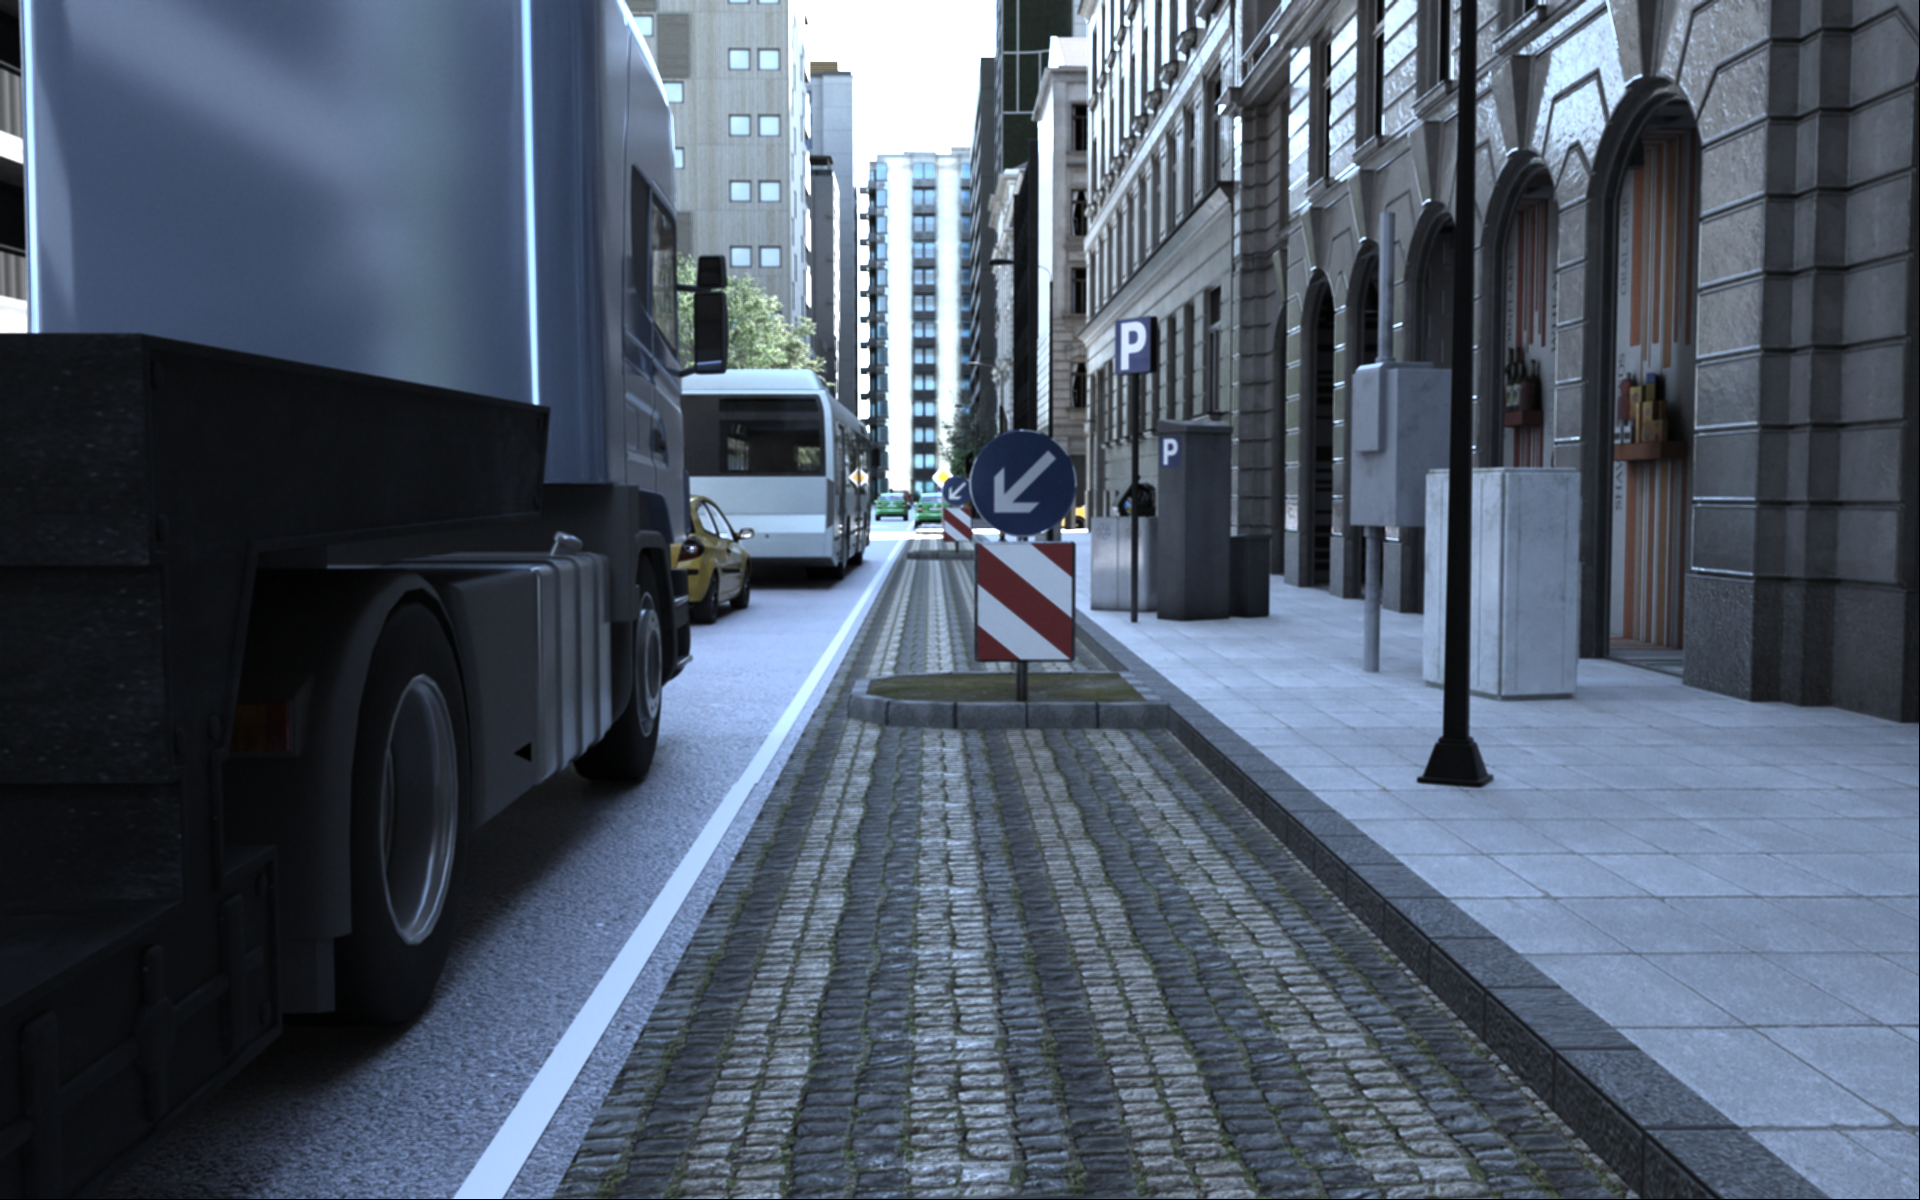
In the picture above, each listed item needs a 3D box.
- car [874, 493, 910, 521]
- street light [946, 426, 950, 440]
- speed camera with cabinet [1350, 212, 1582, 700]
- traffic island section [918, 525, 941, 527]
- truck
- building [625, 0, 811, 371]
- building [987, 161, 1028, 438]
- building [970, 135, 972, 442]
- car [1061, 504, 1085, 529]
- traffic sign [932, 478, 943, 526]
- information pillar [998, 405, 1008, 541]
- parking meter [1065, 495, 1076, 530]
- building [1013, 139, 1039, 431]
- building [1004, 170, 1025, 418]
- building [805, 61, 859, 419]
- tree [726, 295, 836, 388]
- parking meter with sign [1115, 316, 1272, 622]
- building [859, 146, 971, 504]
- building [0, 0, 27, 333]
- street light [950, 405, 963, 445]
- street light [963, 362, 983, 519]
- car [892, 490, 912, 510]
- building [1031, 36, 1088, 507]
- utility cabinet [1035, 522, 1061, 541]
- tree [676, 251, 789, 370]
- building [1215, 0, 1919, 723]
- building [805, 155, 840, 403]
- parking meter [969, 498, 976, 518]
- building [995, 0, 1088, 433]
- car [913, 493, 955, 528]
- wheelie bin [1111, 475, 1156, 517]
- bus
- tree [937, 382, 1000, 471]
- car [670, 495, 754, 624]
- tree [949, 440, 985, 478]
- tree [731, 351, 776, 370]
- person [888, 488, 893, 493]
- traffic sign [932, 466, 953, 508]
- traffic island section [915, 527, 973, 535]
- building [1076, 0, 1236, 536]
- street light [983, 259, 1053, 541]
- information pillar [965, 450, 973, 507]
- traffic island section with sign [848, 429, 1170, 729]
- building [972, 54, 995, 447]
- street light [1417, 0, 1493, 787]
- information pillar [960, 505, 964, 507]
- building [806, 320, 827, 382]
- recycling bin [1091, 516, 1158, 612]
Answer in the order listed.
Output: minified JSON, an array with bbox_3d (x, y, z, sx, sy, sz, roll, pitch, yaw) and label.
[{"bbox_3d":[-3.696,-5.202,93.843,1.959,1.807,4.718,0,4,-2],"label":"car"},{"bbox_3d":[-0.229,-8.873,117.621,1.470,5.913,1.316,0,4,-1],"label":"street light"},{"bbox_3d":[3.360,-1.060,11.663,0.660,3.252,2.038,-1,4,-15],"label":"speed camera with cabinet"},{"bbox_3d":[-0.701,-2.879,69.356,2.009,0.180,2.903,0,4,-1],"label":"traffic island section"},{"bbox_3d":[-2.574,-0.718,1.491,2.967,4.110,18.799,0,4,-1],"label":"truck"},{"bbox_3d":[-27.730,-34.719,156.886,28.713,52.752,27.495,0,4,-1],"label":"building"},{"bbox_3d":[9.399,-21.124,132.764,14.401,28.519,23.554,0,4,-1],"label":"building"},{"bbox_3d":[12.144,-35.678,207.033,21.300,48.544,21.600,0,4,-1],"label":"building"},{"bbox_3d":[5.524,-3.365,65.245,3.980,1.641,2.015,0,4,-1],"label":"car"},{"bbox_3d":[-0.725,-4.014,69.278,0.795,2.450,0.064,0,4,-1],"label":"traffic sign"},{"bbox_3d":[1.157,-3.347,46.073,0.183,3.616,0.504,1,4,19],"label":"information pillar"},{"bbox_3d":[3.910,-3.408,61.436,0.255,1.863,0.399,2,4,35],"label":"parking meter"},{"bbox_3d":[9.394,-16.099,92.889,12.332,23.373,15.834,0,4,-1],"label":"building"},{"bbox_3d":[8.787,-17.267,111.198,11.050,23.489,19.941,0,4,-1],"label":"building"},{"bbox_3d":[-28.168,-42.624,238.908,28.212,58.520,21.231,0,4,-1],"label":"building"},{"bbox_3d":[-11.034,-11.085,99.374,7.486,12.596,7.792,0,3,0],"label":"tree"},{"bbox_3d":[2.426,-1.312,17.715,1.738,3.016,0.543,-2,4,-34],"label":"parking meter with sign"},{"bbox_3d":[1.407,-38.000,240.909,30.456,49.044,23.786,0,4,-1],"label":"building"},{"bbox_3d":[-22.072,-35.753,22.807,20.563,71.187,20.611,0,4,-1],"label":"building"},{"bbox_3d":[0.369,-7.199,90.250,1.470,5.913,1.316,0,4,-1],"label":"street light"},{"bbox_3d":[0.946,-5.425,61.236,1.470,5.913,1.316,0,4,-1],"label":"street light"},{"bbox_3d":[-5.569,-9.350,161.545,2.281,1.827,5.304,0,4,-2],"label":"car"},{"bbox_3d":[12.499,-13.844,75.506,18.267,20.994,9.793,0,4,-1],"label":"building"},{"bbox_3d":[2.301,-2.217,44.931,0.318,1.500,1.173,2,4,24],"label":"utility cabinet"},{"bbox_3d":[-11.149,-9.155,75.439,9.928,11.665,9.643,0,3,0],"label":"tree"},{"bbox_3d":[10.625,-10.726,17.177,13.314,21.916,24.055,0,4,-1],"label":"building"},{"bbox_3d":[-21.785,-32.243,210.769,14.086,41.232,14.154,0,4,-1],"label":"building"},{"bbox_3d":[0.660,-5.083,91.514,0.372,1.533,0.369,0,3,0],"label":"parking meter"},{"bbox_3d":[11.680,-44.360,163.543,20.563,71.187,20.611,0,4,-1],"label":"building"},{"bbox_3d":[-1.031,-3.978,73.841,1.959,1.807,4.718,0,4,-1],"label":"car"},{"bbox_3d":[2.881,-1.264,28.581,0.693,1.594,0.980,0,4,-4],"label":"wheelie bin"},{"bbox_3d":[-3.179,-2.284,32.203,2.948,3.499,13.247,0,4,0],"label":"bus"},{"bbox_3d":[0.840,-9.874,111.804,4.360,8.622,3.978,0,3,0],"label":"tree"},{"bbox_3d":[-3.524,-0.631,20.546,2.015,1.641,3.980,0,4,1],"label":"car"},{"bbox_3d":[0.869,-7.437,105.306,4.285,4.588,4.351,0,3,0],"label":"tree"},{"bbox_3d":[-10.658,-8.529,89.808,4.737,8.622,4.395,0,3,0],"label":"tree"},{"bbox_3d":[-4.503,-6.250,110.950,0.793,1.790,0.793,0,4,8],"label":"person"},{"bbox_3d":[-0.591,-3.526,61.295,0.795,2.450,0.064,0,4,-1],"label":"traffic sign"},{"bbox_3d":[-0.568,-2.391,61.372,2.009,0.180,2.903,0,4,-1],"label":"traffic island section"},{"bbox_3d":[11.739,-12.899,44.175,16.112,22.955,30.059,0,4,-1],"label":"building"},{"bbox_3d":[1.258,-3.780,34.347,1.470,5.913,1.316,0,4,-1],"label":"street light"},{"bbox_3d":[0.482,-6.199,92.701,0.504,3.616,0.183,-2,4,-32],"label":"information pillar"},{"bbox_3d":[0.271,-0.171,11.426,1.989,1.847,2.006,0,4,-1],"label":"traffic island section with sign"},{"bbox_3d":[12.491,-34.350,185.317,21.300,48.544,21.600,0,4,-1],"label":"building"},{"bbox_3d":[1.675,-2.142,7.568,1.470,5.913,1.316,0,4,-1],"label":"street light"},{"bbox_3d":[0.139,-7.329,124.315,0.304,2.012,0.304,0,4,6],"label":"information pillar"},{"bbox_3d":[-28.937,-20.873,186.310,27.650,21.520,28.899,0,4,-1],"label":"building"},{"bbox_3d":[1.922,-0.410,19.253,0.722,1.027,0.722,2,4,32],"label":"recycling bin"}]
